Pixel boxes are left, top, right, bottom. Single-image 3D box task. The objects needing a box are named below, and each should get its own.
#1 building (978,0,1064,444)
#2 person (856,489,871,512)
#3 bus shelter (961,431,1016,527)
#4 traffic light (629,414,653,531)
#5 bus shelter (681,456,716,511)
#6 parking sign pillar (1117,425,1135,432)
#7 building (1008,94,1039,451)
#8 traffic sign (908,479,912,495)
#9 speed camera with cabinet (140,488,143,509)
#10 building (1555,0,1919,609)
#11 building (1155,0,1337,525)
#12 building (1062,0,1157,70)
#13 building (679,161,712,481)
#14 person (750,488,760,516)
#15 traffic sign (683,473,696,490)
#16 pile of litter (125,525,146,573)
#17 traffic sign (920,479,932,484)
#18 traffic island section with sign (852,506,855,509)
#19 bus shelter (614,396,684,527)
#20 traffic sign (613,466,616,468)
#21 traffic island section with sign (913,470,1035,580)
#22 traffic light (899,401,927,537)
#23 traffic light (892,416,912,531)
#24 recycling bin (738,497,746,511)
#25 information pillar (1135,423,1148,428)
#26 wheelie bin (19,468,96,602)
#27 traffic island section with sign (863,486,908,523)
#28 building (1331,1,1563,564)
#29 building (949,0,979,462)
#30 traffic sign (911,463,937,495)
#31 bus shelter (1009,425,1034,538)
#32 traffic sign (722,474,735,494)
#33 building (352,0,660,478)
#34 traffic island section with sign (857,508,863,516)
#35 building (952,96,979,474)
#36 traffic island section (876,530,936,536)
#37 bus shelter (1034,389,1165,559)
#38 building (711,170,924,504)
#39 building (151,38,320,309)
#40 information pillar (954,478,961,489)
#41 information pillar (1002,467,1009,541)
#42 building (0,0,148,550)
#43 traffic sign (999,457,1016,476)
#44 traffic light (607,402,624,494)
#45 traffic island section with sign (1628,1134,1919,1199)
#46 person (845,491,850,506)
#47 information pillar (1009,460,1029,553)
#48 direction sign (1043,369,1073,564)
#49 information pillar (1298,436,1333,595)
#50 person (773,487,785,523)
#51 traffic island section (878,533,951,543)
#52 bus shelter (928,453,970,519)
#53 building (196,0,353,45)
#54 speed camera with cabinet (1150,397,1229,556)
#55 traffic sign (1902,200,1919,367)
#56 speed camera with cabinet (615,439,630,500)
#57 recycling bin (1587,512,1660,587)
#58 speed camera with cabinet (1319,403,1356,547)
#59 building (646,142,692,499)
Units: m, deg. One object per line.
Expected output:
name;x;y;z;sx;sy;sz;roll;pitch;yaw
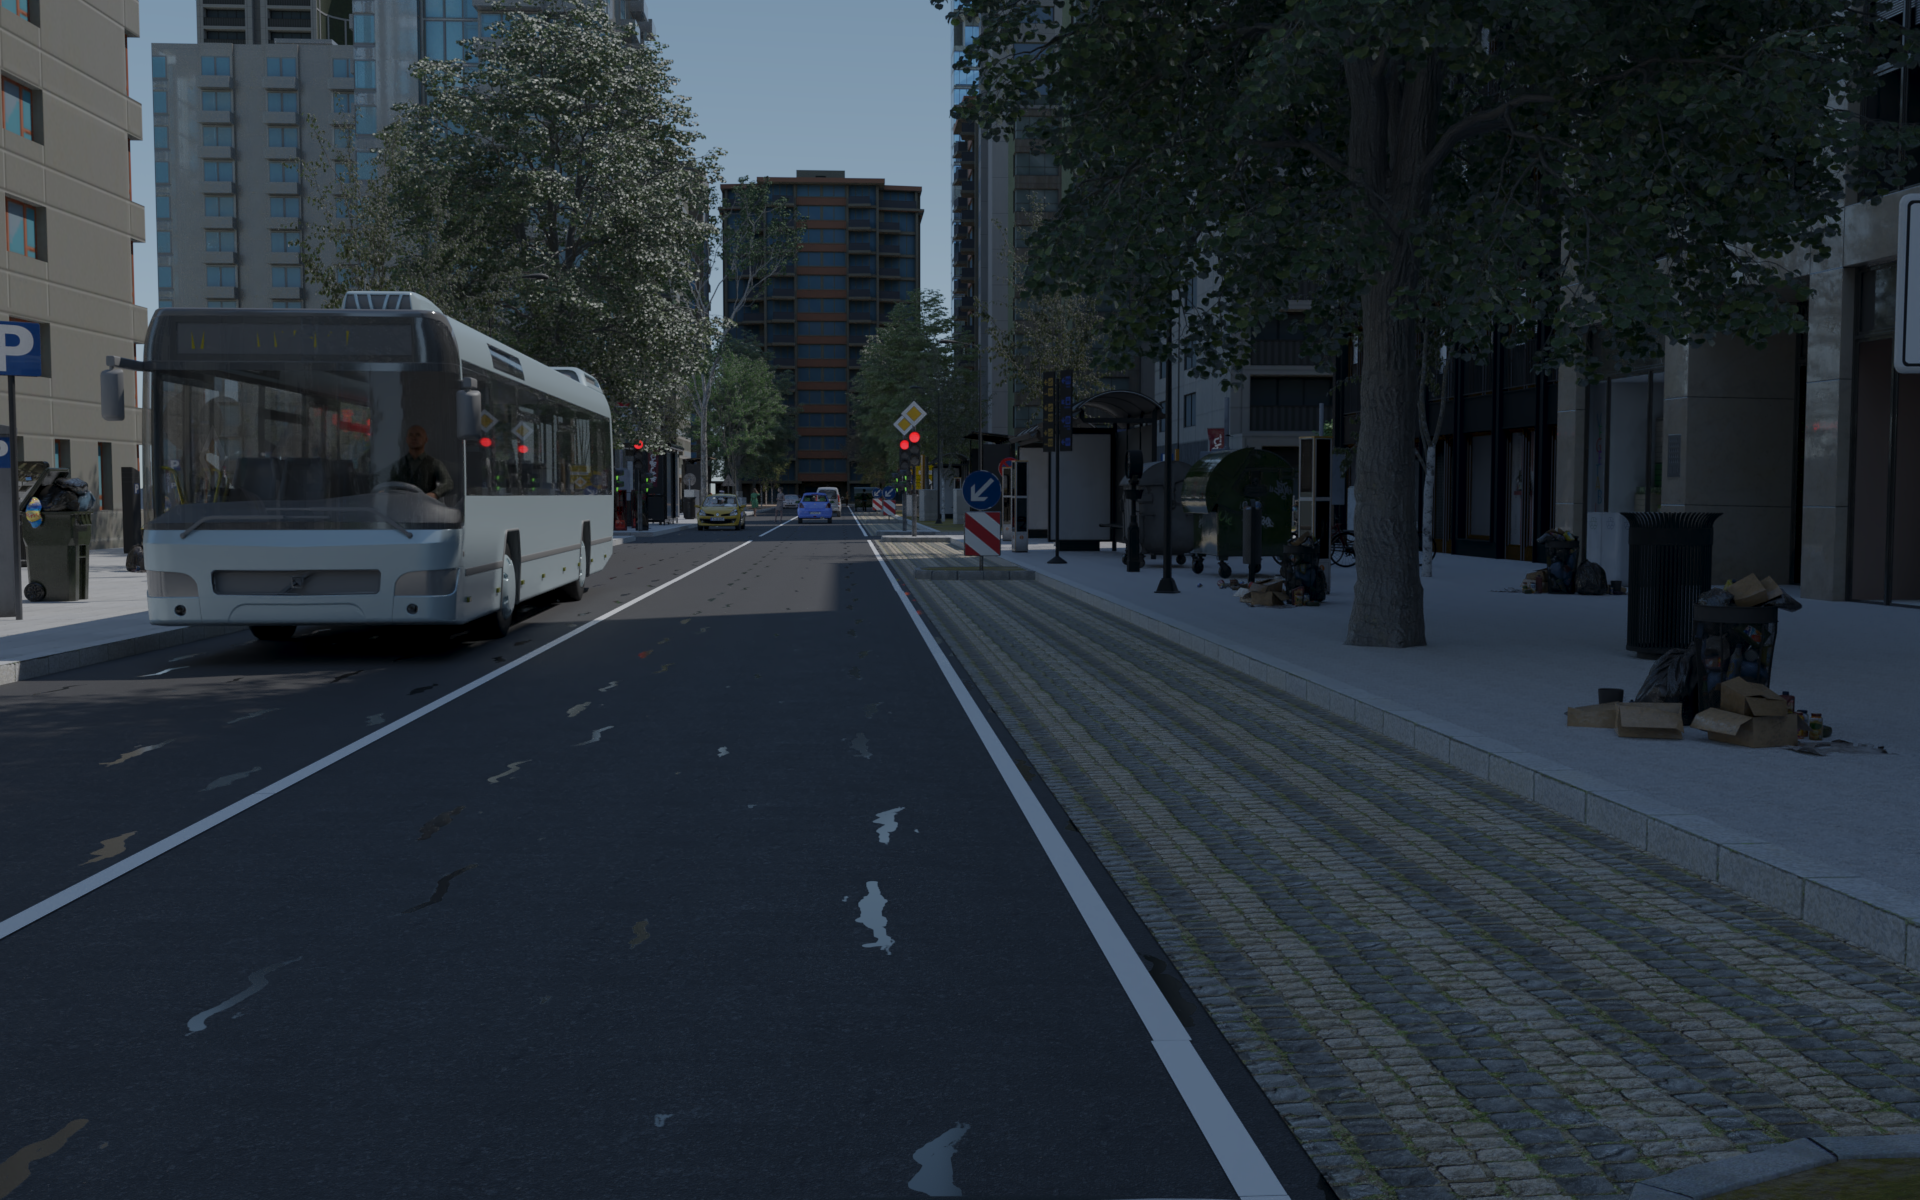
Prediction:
building;12.223;-37.841;160.702;21.231;58.520;28.212;0;4;-4
person;-7.694;-7.994;138.832;1.348;1.869;0.705;-3;4;-37
bus shelter;1.102;-4.668;67.597;1.731;3.624;6.357;0;4;-4
traffic light;-10.988;-4.316;59.495;0.839;4.253;0.868;0;4;-4
bus shelter;-16.600;-7.281;110.333;1.731;3.624;6.357;0;4;-4
parking sign pillar;5.180;-3.890;52.076;1.447;3.967;1.447;2;4;29
building;10.367;-21.861;129.136;14.160;30.474;14.107;0;4;-4
traffic sign;-3.180;-6.570;107.529;0.768;2.556;0.104;0;4;3
speed camera with cabinet;-24.161;-3.445;50.659;0.660;3.252;2.038;-3;5;-40
building;20.606;-12.670;11.667;19.350;26.468;34.151;0;4;-4
building;20.960;-39.171;78.705;20.611;71.187;20.563;0;4;-4
building;12.535;-20.046;99.446;14.160;30.474;14.107;0;4;-4
building;-40.819;-35.551;231.363;14.200;45.320;14.600;0;4;-4
person;-13.175;-6.257;111.045;0.600;1.795;0.529;0;4;5
traffic sign;-16.549;-6.479;106.039;0.768;2.556;0.104;0;4;-3
pile of litter;-13.240;-0.922;29.034;1.176;0.858;1.719;1;4;22
traffic sign;-2.138;-6.646;109.852;0.795;2.450;0.064;0;4;2
traffic island section with sign;-8.885;-9.366;161.763;1.989;1.847;2.006;0;4;-4
bus shelter;-12.916;-5.764;71.865;2.179;5.291;8.768;0;4;-4
traffic sign;-13.478;-4.038;66.132;0.768;2.556;0.104;0;4;0
traffic island section with sign;0.205;-1.281;29.567;1.989;1.847;2.006;0;4;-4
traffic light;-1.401;-3.868;52.164;0.839;4.253;0.868;0;4;-4
traffic light;-1.949;-4.355;60.130;0.839;4.253;0.868;0;4;-4
recycling bin;-16.579;-7.216;130.532;0.722;1.027;0.722;2;4;24
information pillar;5.022;-3.466;48.017;0.183;3.616;0.504;-2;4;-33
wheelie bin;-10.858;-0.794;20.888;0.693;1.594;0.980;0;4;-6
traffic island section with sign;-3.596;-4.658;84.788;1.989;1.847;2.006;0;4;-4
building;16.381;-12.690;37.156;12.332;23.373;15.834;0;4;-4
building;10.389;-56.548;237.230;31.000;86.520;22.319;0;4;-4
traffic sign;-2.293;-7.119;110.272;2.265;3.308;0.079;0;4;3
bus shelter;2.603;-3.293;47.758;2.014;3.302;5.546;0;4;-4
traffic sign;-15.097;-6.906;112.922;0.884;2.594;0.081;0;4;-2
building;-37.773;-32.291;147.563;23.786;49.044;30.456;0;4;-4
traffic island section with sign;-5.481;-6.332;112.157;1.989;1.847;2.006;0;4;-4
building;10.586;-32.724;189.664;22.147;44.769;28.867;0;4;-4
traffic island section;-1.908;-2.322;60.247;2.009;0.180;2.903;0;4;-4
bus shelter;2.923;-2.594;36.330;2.014;3.302;5.546;0;4;-4
building;-19.608;-35.608;236.816;28.867;44.769;22.147;0;4;-4
building;-68.836;-34.616;185.583;30.456;49.044;23.786;0;4;-4
information pillar;-0.097;-4.476;77.676;0.304;2.012;0.304;0;4;5
information pillar;1.351;-2.612;47.203;0.304;2.012;0.304;2;4;28
building;-33.675;-11.192;28.027;28.899;21.520;27.650;0;4;-4
traffic sign;1.722;-3.667;60.060;0.768;2.556;0.104;0;4;4
traffic light;-10.440;-3.829;51.528;0.839;4.253;0.868;0;4;-4
traffic island section with sign;2.068;0.379;2.436;1.989;1.847;2.006;0;4;-4
person;-13.650;-12.306;209.800;0.705;1.812;1.348;1;4;22
information pillar;1.314;-2.048;37.979;0.304;2.012;0.304;-1;4;-14
direction sign;1.795;-2.440;31.895;0.379;3.537;0.876;-2;4;-33
information pillar;4.533;-1.078;22.121;0.304;2.012;0.304;-2;4;-29
person;-9.065;-4.764;86.730;0.599;1.781;0.374;3;4;37
traffic island section;-1.360;-1.835;52.281;2.009;0.180;2.903;0;4;-4
bus shelter;-0.500;-5.705;87.198;2.014;3.302;5.546;0;4;-4
building;-87.274;-48.443;230.287;20.611;71.187;20.563;0;4;-4
speed camera with cabinet;4.845;-2.538;35.835;0.660;3.252;2.038;-3;5;-43
traffic sign;3.511;-0.235;5.974;0.606;2.300;0.079;0;4;5
speed camera with cabinet;-12.939;-4.187;62.797;2.038;3.252;0.660;2;4;28
recycling bin;9.273;-0.713;24.213;0.722;1.027;0.722;-1;4;-17
speed camera with cabinet;8.499;-2.638;37.460;2.038;3.252;0.660;3;5;44
building;-40.980;-30.113;184.221;23.993;40.220;32.217;0;4;-4
